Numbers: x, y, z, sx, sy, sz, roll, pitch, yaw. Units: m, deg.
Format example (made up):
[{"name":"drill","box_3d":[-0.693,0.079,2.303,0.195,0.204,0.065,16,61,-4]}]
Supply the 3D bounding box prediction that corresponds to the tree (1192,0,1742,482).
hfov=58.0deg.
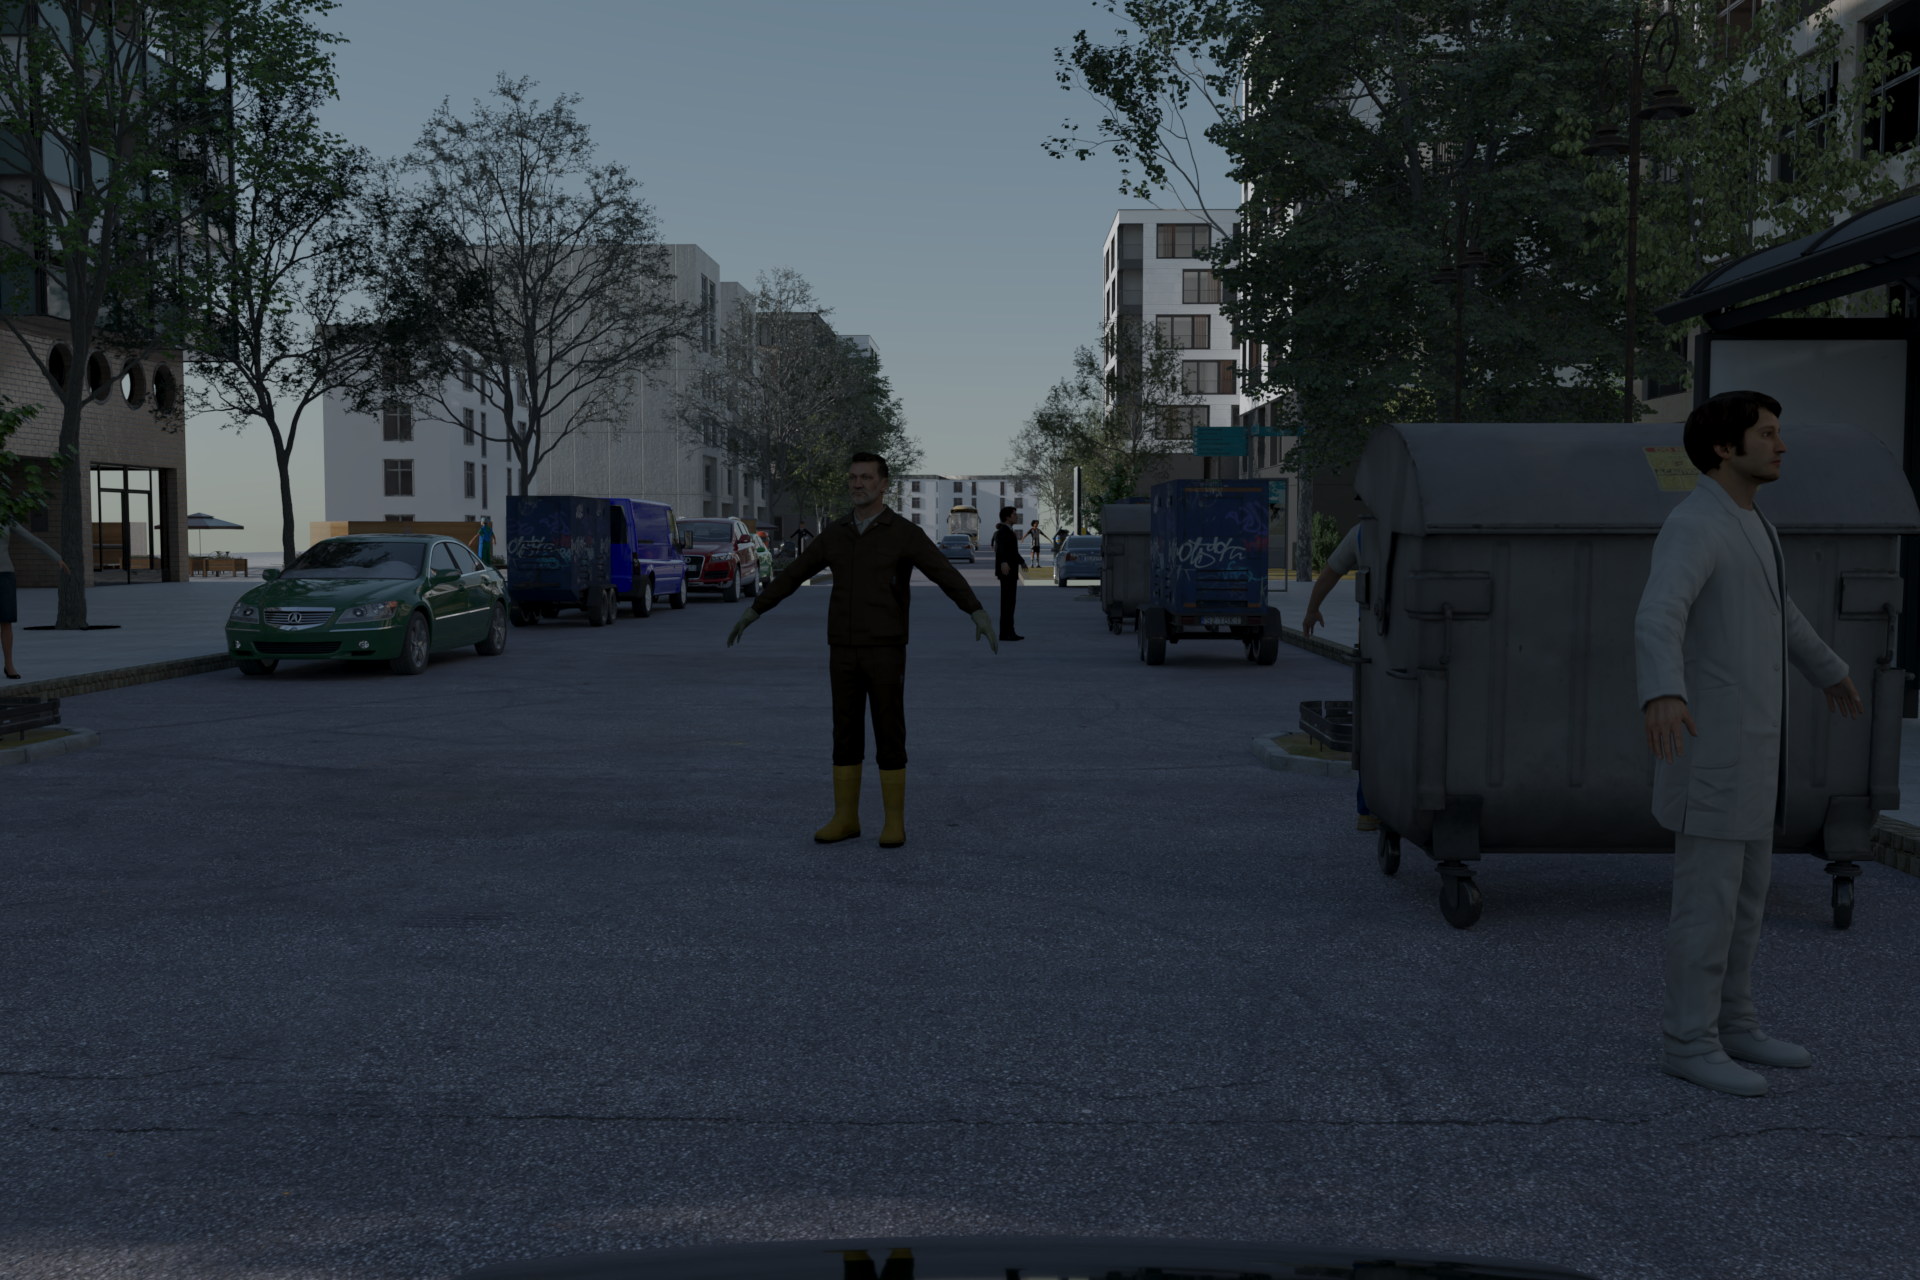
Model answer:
[{"name":"tree","box_3d":[8.695,-7.575,30.509,9.857,13.997,8.962,0,3,0]}]

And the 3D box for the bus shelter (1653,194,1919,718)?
[{"name":"bus shelter","box_3d":[5.837,-0.956,9.551,2.014,3.302,5.546,0,4,2]}]

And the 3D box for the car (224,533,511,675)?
[{"name":"car","box_3d":[-6.371,-0.447,19.111,2.131,1.459,4.920,0,4,1]}]

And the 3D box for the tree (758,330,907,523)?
[{"name":"tree","box_3d":[-8.091,-12.426,109.822,9.857,13.997,8.962,0,3,0]}]

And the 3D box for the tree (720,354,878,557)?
[{"name":"tree","box_3d":[-8.493,-9.558,90.683,8.767,10.594,7.601,0,4,-1]}]

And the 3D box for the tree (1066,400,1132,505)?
[{"name":"tree","box_3d":[7.732,-8.723,92.978,4.737,8.622,4.395,0,3,0]}]

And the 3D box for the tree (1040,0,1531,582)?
[{"name":"tree","box_3d":[8.392,-11.560,44.901,12.611,20.169,13.585,0,3,0]}]

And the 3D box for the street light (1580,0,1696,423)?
[{"name":"street light","box_3d":[5.941,-2.604,15.360,0.468,5.910,1.993,0,4,1]}]

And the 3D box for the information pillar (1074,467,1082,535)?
[{"name":"information pillar","box_3d":[4.151,-4.264,61.035,0.184,3.620,1.656,0,3,0]}]

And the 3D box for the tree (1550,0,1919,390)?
[{"name":"tree","box_3d":[8.702,-4.214,19.263,4.737,8.622,4.395,0,3,0]}]

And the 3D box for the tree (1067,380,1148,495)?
[{"name":"tree","box_3d":[7.359,-8.037,81.759,4.360,8.622,3.978,0,3,0]}]

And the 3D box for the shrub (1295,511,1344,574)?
[{"name":"shrub","box_3d":[11.505,-3.119,55.408,1.690,2.028,1.600,0,3,0]}]

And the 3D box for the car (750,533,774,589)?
[{"name":"car","box_3d":[-5.848,-2.158,44.083,1.959,1.807,4.718,0,4,1]}]

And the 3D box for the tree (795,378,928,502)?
[{"name":"tree","box_3d":[-7.394,-13.454,130.345,12.009,13.543,11.850,0,3,0]}]

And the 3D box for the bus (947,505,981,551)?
[{"name":"bus","box_3d":[0.412,-9.854,152.659,2.896,3.916,12.252,0,4,1]}]

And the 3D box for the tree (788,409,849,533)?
[{"name":"tree","box_3d":[-7.803,-8.990,97.343,4.737,8.622,4.395,0,3,0]}]

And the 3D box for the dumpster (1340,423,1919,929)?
[{"name":"dumpster","box_3d":[2.515,0.090,6.751,1.865,1.857,1.264,0,4,0]}]

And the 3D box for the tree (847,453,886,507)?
[{"name":"tree","box_3d":[-7.666,-11.630,140.518,4.737,8.622,4.395,0,3,0]}]

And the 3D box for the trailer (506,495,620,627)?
[{"name":"trailer","box_3d":[-6.216,-1.181,26.358,1.471,1.999,3.904,0,4,1]}]

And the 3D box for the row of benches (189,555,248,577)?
[{"name":"row of benches","box_3d":[-23.413,-2.238,52.062,4.104,0.672,1.422,1,4,13]}]

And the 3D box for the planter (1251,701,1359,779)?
[{"name":"planter","box_3d":[2.898,0.619,11.011,1.991,0.319,1.994,0,4,2]}]

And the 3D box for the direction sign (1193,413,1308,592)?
[{"name":"direction sign","box_3d":[6.407,-2.999,37.804,2.525,3.948,1.411,0,4,1]}]

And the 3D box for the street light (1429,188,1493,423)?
[{"name":"street light","box_3d":[6.792,-3.110,23.639,0.468,5.910,1.993,0,4,1]}]

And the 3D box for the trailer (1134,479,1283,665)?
[{"name":"trailer","box_3d":[2.744,-0.789,19.944,1.471,1.999,3.904,0,4,0]}]

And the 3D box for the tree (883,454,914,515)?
[{"name":"tree","box_3d":[-6.835,-12.448,153.886,4.360,8.622,3.978,0,3,0]}]

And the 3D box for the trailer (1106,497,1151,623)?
[{"name":"trailer","box_3d":[3.102,-1.319,28.615,1.471,1.999,3.904,0,4,0]}]

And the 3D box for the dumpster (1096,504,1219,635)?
[{"name":"dumpster","box_3d":[2.934,-1.029,25.035,1.865,1.857,1.264,0,4,0]}]

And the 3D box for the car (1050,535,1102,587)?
[{"name":"car","box_3d":[3.534,-2.201,47.997,2.014,1.417,4.499,0,4,1]}]

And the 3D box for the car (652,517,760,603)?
[{"name":"car","box_3d":[-5.626,-1.788,37.915,2.281,1.827,5.304,0,4,1]}]

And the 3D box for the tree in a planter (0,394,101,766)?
[{"name":"tree in a planter","box_3d":[-6.823,-0.853,11.172,1.991,3.239,1.994,0,4,1]}]

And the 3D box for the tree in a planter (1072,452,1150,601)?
[{"name":"tree in a planter","box_3d":[3.464,-2.472,37.643,1.991,3.239,1.994,0,4,0]}]

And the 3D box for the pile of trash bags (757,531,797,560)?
[{"name":"pile of trash bags","box_3d":[-6.673,-3.098,60.406,1.912,1.369,3.447,0,4,1]}]

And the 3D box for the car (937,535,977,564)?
[{"name":"car","box_3d":[-0.152,-4.494,85.479,2.014,1.417,4.499,0,4,1]}]

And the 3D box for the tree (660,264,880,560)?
[{"name":"tree","box_3d":[-8.453,-10.273,78.330,12.009,13.543,11.850,0,3,0]}]
